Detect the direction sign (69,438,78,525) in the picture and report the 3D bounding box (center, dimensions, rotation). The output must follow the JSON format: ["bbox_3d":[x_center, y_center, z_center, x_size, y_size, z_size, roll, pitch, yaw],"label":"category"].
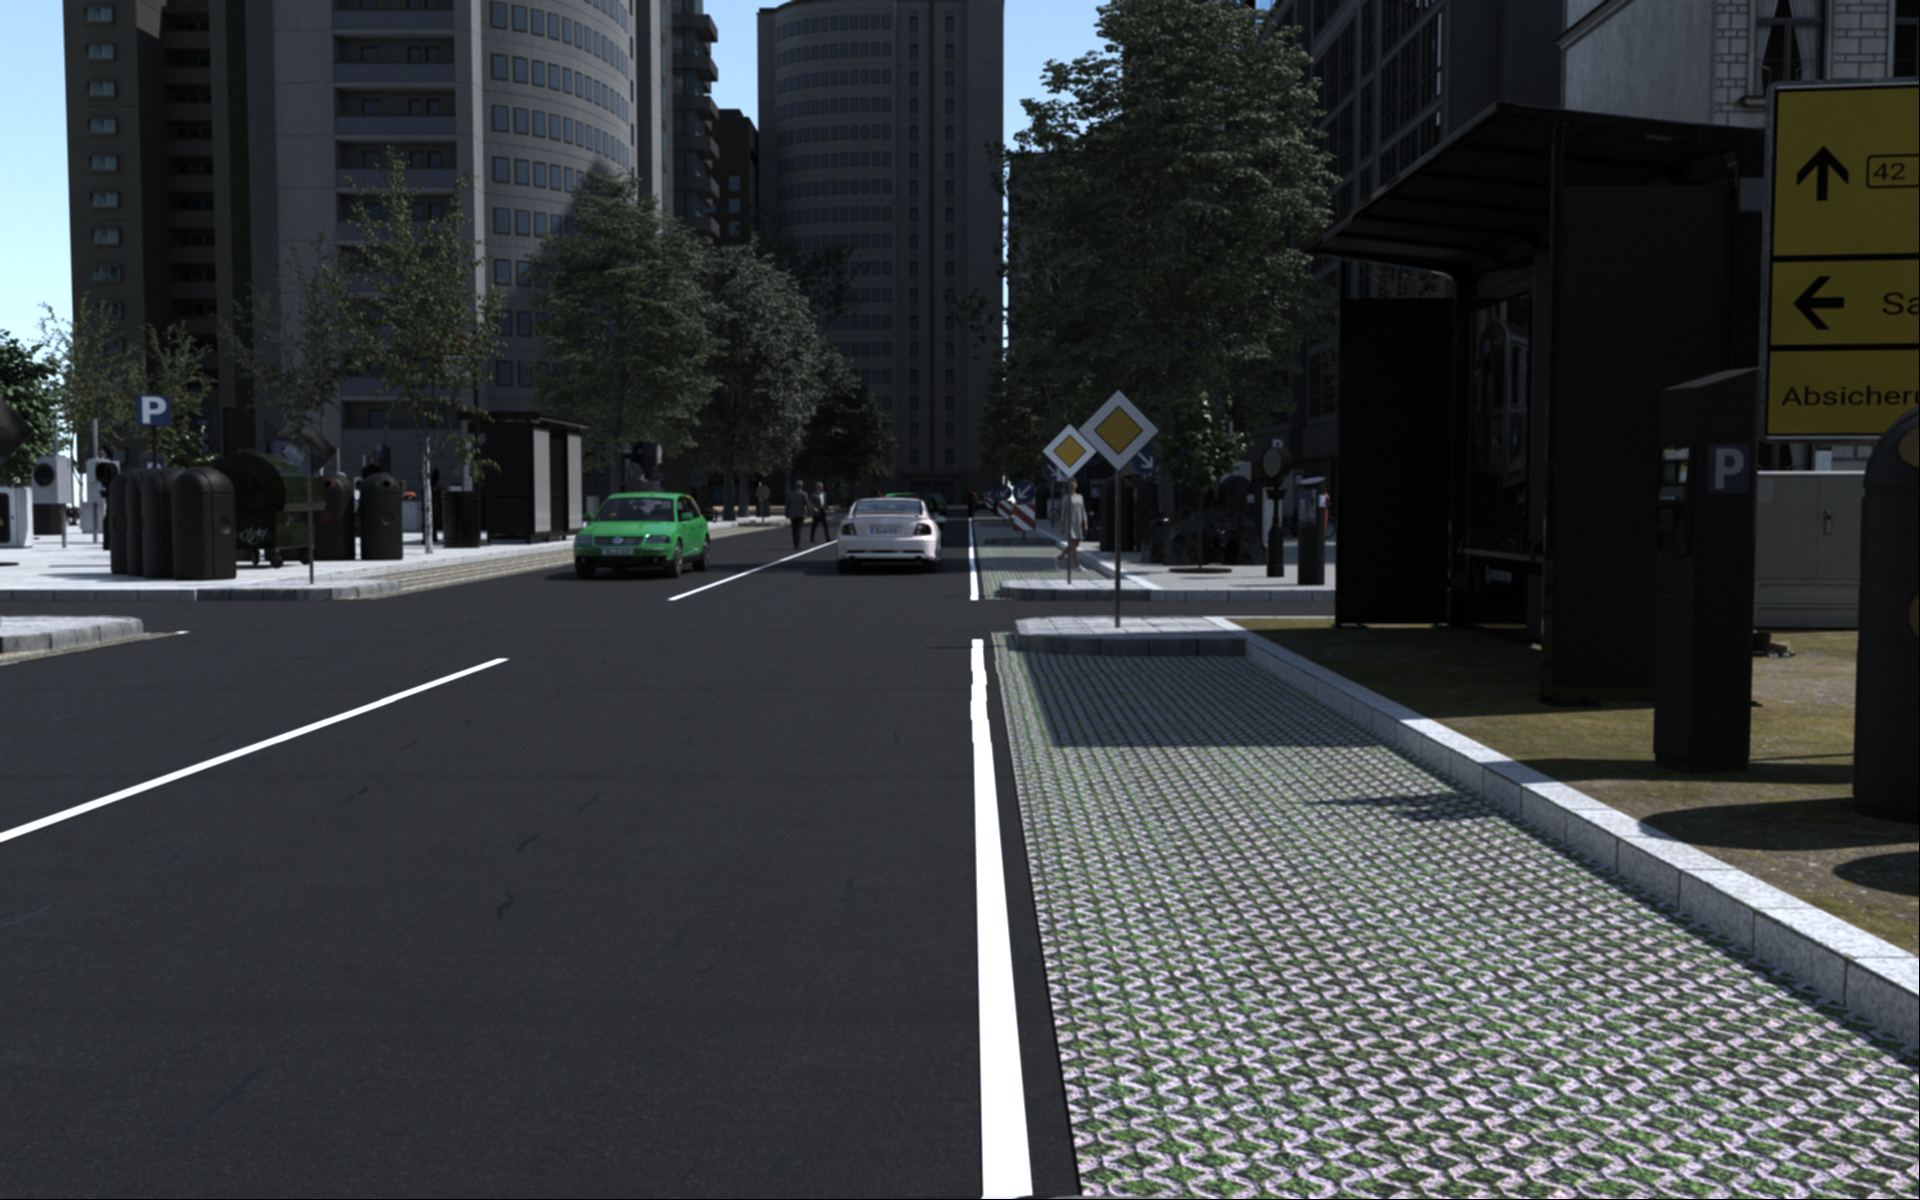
[{"bbox_3d":[-36.264,-4.817,70.752,0.379,3.537,0.876,-2,4,-28],"label":"direction sign"}]

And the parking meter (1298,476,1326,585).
[{"bbox_3d":[4.965,-0.981,24.449,0.372,1.533,0.369,0,3,0],"label":"parking meter"}]

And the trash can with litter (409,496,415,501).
[{"bbox_3d":[-22.174,-3.601,69.931,1.678,1.210,2.233,-2,4,-26],"label":"trash can with litter"}]

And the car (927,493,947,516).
[{"bbox_3d":[-1.833,-6.524,115.460,1.959,1.807,4.718,0,4,-2],"label":"car"}]

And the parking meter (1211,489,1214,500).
[{"bbox_3d":[12.879,-4.939,89.158,0.372,1.533,0.369,0,3,0],"label":"parking meter"}]

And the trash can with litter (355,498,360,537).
[{"bbox_3d":[-17.789,-2.424,51.024,0.624,1.170,1.055,1,4,20],"label":"trash can with litter"}]

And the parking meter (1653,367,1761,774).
[{"bbox_3d":[3.457,-0.143,8.046,0.399,1.863,0.255,-1,4,-16],"label":"parking meter"}]

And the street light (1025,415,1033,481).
[{"bbox_3d":[3.954,-7.739,99.314,0.468,5.910,1.993,0,4,0],"label":"street light"}]

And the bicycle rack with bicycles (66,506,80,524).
[{"bbox_3d":[-38.553,-3.763,74.906,2.852,0.926,2.925,1,4,21],"label":"bicycle rack with bicycles"}]

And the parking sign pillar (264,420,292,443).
[{"bbox_3d":[-24.740,-4.587,63.466,1.447,3.967,1.447,2,4,35],"label":"parking sign pillar"}]

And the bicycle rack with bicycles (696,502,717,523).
[{"bbox_3d":[-11.847,-3.864,76.561,2.852,0.926,2.925,3,5,39],"label":"bicycle rack with bicycles"}]

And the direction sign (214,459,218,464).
[{"bbox_3d":[-42.726,-6.529,98.740,0.876,3.537,0.379,0,4,-4],"label":"direction sign"}]

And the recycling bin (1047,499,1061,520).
[{"bbox_3d":[4.829,-4.551,86.955,0.722,1.027,0.722,2,4,26],"label":"recycling bin"}]

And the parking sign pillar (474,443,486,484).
[{"bbox_3d":[-19.372,-5.077,71.484,1.447,3.967,1.447,-1,4,-10],"label":"parking sign pillar"}]

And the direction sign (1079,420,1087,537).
[{"bbox_3d":[3.637,-3.644,51.578,0.379,3.537,0.876,1,4,17],"label":"direction sign"}]

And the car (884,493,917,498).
[{"bbox_3d":[-1.982,-3.210,61.280,1.959,1.807,4.718,0,4,0],"label":"car"}]

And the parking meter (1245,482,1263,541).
[{"bbox_3d":[6.020,-1.658,35.515,0.372,1.533,0.369,0,3,0],"label":"parking meter"}]

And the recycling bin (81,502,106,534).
[{"bbox_3d":[-28.184,-2.686,56.469,0.722,1.027,0.722,-1,4,-17],"label":"recycling bin"}]

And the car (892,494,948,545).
[{"bbox_3d":[-1.346,-2.452,49.878,2.009,1.686,4.222,0,4,-1],"label":"car"}]

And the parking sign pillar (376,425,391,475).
[{"bbox_3d":[-22.194,-4.788,66.757,1.447,3.967,1.447,-1,4,-22],"label":"parking sign pillar"}]

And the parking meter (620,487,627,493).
[{"bbox_3d":[-12.514,-3.412,64.204,0.372,1.533,0.369,0,3,0],"label":"parking meter"}]

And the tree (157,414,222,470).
[{"bbox_3d":[-18.599,-2.896,41.944,1.663,3.219,1.824,0,3,0],"label":"tree"}]

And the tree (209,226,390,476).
[{"bbox_3d":[-17.626,-5.905,46.904,4.360,8.622,3.978,0,3,0],"label":"tree"}]

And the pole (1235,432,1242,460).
[{"bbox_3d":[9.076,-3.835,56.540,0.158,3.312,0.155,0,3,0],"label":"pole"}]

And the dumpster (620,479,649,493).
[{"bbox_3d":[-12.474,-3.770,67.392,1.264,1.857,1.865,0,4,0],"label":"dumpster"}]

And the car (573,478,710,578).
[{"bbox_3d":[-5.635,-1.356,30.975,1.959,1.807,4.718,0,4,1],"label":"car"}]

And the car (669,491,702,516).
[{"bbox_3d":[-6.743,-1.753,38.893,2.015,1.641,3.980,0,4,0],"label":"car"}]

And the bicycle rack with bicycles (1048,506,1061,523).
[{"bbox_3d":[5.400,-3.931,77.648,2.925,0.926,2.852,-1,4,-10],"label":"bicycle rack with bicycles"}]

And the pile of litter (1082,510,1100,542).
[{"bbox_3d":[3.840,-2.017,46.949,1.176,0.858,1.719,0,4,-3],"label":"pile of litter"}]

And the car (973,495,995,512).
[{"bbox_3d":[1.886,-7.594,136.738,1.945,1.354,3.894,0,4,-1],"label":"car"}]

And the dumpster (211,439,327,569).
[{"bbox_3d":[-12.244,-1.712,30.483,1.502,2.255,1.985,0,4,0],"label":"dumpster"}]

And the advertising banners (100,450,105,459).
[{"bbox_3d":[-33.596,-4.425,68.539,2.074,3.025,0.090,3,5,43],"label":"advertising banners"}]

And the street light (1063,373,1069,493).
[{"bbox_3d":[3.769,-5.367,60.532,0.468,5.910,1.993,0,4,0],"label":"street light"}]

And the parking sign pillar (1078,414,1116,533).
[{"bbox_3d":[4.597,-4.239,57.775,1.447,3.967,1.447,2,4,30],"label":"parking sign pillar"}]

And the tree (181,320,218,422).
[{"bbox_3d":[-33.315,-7.468,72.465,4.737,8.622,4.395,0,3,0],"label":"tree"}]

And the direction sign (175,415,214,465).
[{"bbox_3d":[-22.131,-3.547,49.991,0.876,3.537,0.379,-2,4,-28],"label":"direction sign"}]

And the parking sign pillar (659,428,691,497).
[{"bbox_3d":[-11.634,-5.030,70.718,1.447,3.967,1.447,-3,5,-44],"label":"parking sign pillar"}]

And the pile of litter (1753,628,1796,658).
[{"bbox_3d":[6.074,-0.023,14.340,1.176,0.858,1.719,-1,4,-14],"label":"pile of litter"}]

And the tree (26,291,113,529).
[{"bbox_3d":[-32.241,-6.929,63.644,4.737,8.622,4.395,0,3,0],"label":"tree"}]

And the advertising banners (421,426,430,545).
[{"bbox_3d":[-13.600,-2.932,44.118,0.090,3.025,2.074,-1,4,-12],"label":"advertising banners"}]

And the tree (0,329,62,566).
[{"bbox_3d":[-17.642,-2.891,30.988,4.285,4.588,4.351,0,3,0],"label":"tree"}]

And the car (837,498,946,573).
[{"bbox_3d":[-1.309,-1.258,32.938,2.083,1.381,4.827,0,4,0],"label":"car"}]

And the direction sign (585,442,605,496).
[{"bbox_3d":[-15.824,-5.088,75.191,0.876,3.537,0.379,0,4,7],"label":"direction sign"}]

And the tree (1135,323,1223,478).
[{"bbox_3d":[9.371,-7.498,72.954,4.360,8.622,3.978,0,3,0],"label":"tree"}]

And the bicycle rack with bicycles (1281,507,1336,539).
[{"bbox_3d":[9.458,-2.256,50.270,2.925,0.926,2.852,2,4,24],"label":"bicycle rack with bicycles"}]

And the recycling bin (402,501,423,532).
[{"bbox_3d":[-18.695,-2.851,59.166,0.722,1.027,0.722,1,4,16],"label":"recycling bin"}]

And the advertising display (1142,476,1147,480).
[{"bbox_3d":[6.617,-3.305,59.245,0.123,1.923,0.974,-3,5,-43],"label":"advertising display"}]

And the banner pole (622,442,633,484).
[{"bbox_3d":[-14.196,-5.086,73.171,0.863,3.779,0.401,-1,4,-9],"label":"banner pole"}]
